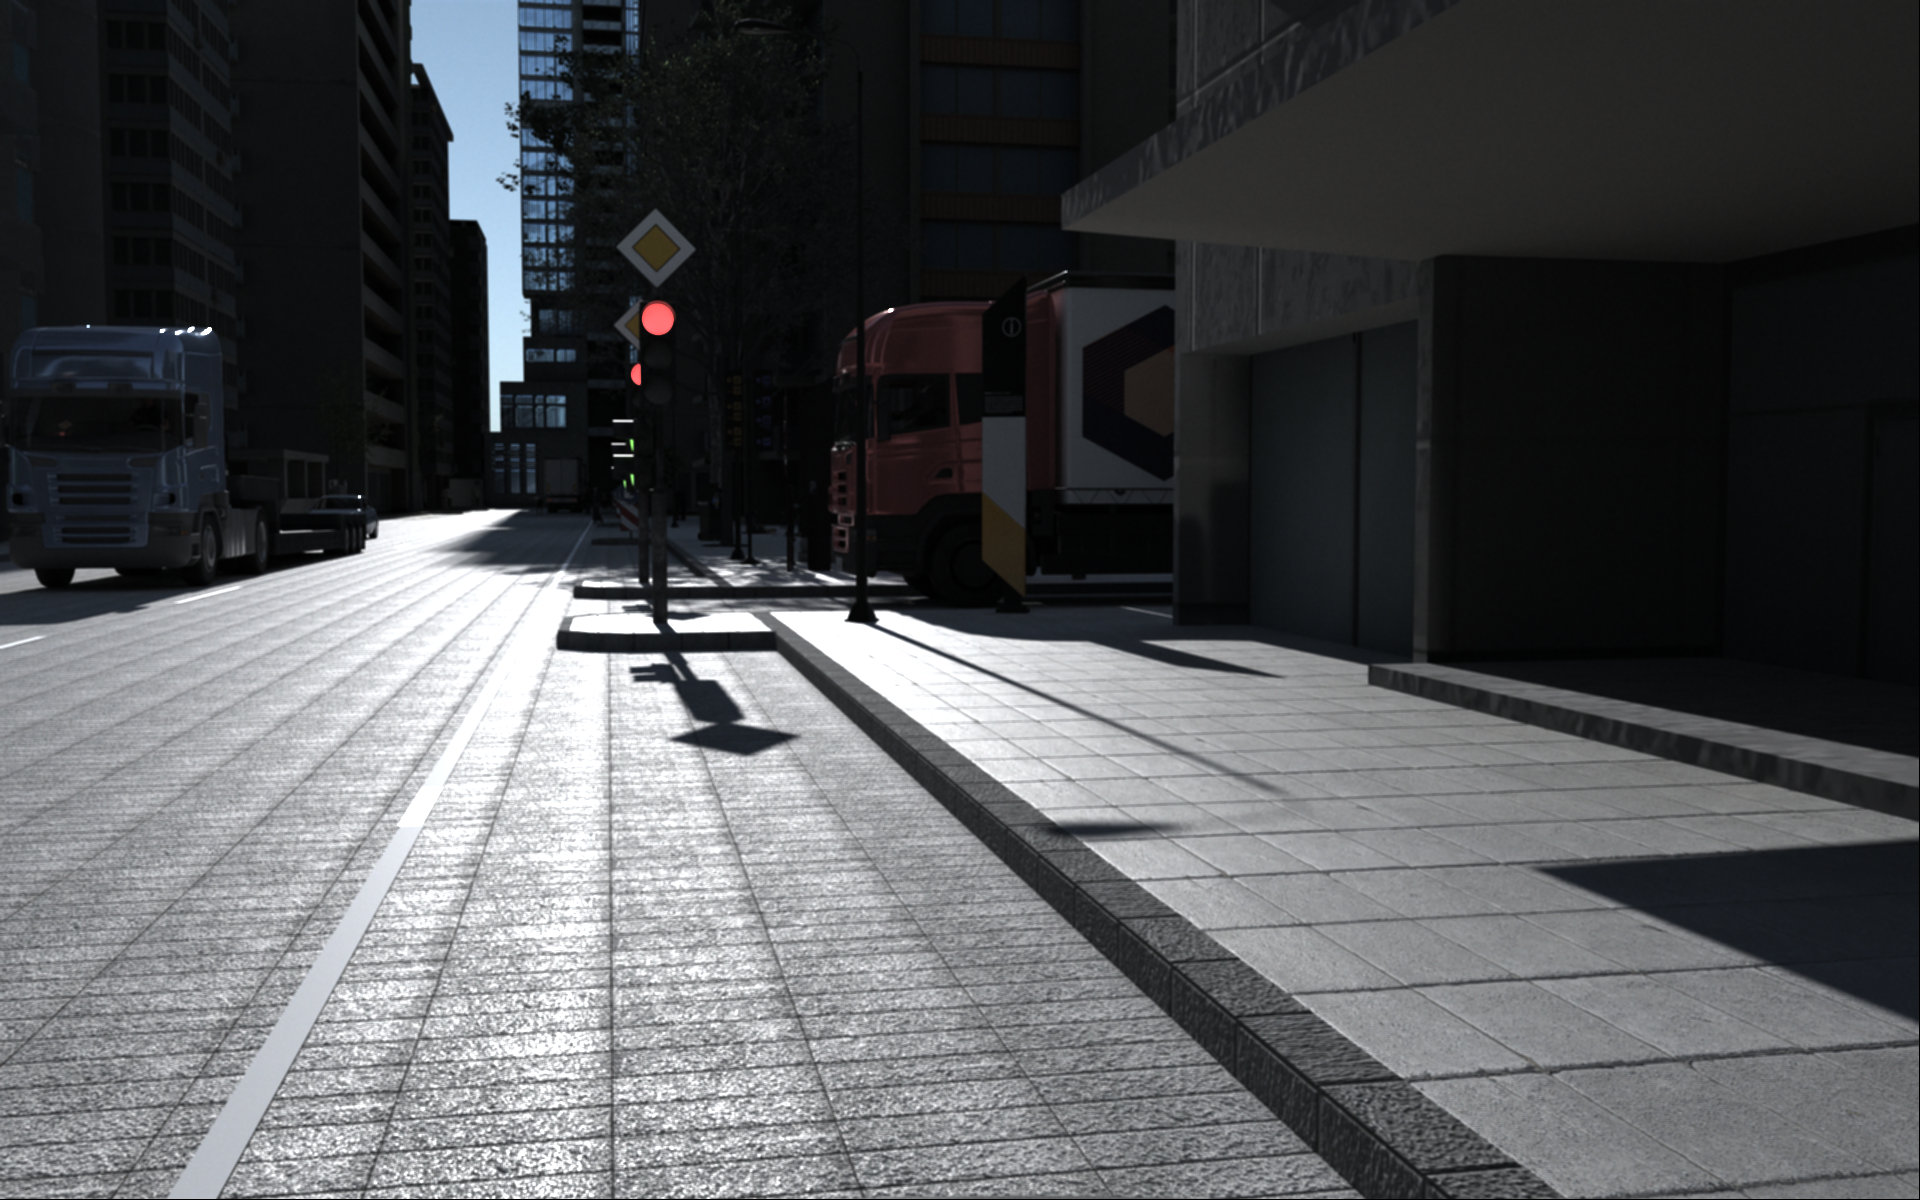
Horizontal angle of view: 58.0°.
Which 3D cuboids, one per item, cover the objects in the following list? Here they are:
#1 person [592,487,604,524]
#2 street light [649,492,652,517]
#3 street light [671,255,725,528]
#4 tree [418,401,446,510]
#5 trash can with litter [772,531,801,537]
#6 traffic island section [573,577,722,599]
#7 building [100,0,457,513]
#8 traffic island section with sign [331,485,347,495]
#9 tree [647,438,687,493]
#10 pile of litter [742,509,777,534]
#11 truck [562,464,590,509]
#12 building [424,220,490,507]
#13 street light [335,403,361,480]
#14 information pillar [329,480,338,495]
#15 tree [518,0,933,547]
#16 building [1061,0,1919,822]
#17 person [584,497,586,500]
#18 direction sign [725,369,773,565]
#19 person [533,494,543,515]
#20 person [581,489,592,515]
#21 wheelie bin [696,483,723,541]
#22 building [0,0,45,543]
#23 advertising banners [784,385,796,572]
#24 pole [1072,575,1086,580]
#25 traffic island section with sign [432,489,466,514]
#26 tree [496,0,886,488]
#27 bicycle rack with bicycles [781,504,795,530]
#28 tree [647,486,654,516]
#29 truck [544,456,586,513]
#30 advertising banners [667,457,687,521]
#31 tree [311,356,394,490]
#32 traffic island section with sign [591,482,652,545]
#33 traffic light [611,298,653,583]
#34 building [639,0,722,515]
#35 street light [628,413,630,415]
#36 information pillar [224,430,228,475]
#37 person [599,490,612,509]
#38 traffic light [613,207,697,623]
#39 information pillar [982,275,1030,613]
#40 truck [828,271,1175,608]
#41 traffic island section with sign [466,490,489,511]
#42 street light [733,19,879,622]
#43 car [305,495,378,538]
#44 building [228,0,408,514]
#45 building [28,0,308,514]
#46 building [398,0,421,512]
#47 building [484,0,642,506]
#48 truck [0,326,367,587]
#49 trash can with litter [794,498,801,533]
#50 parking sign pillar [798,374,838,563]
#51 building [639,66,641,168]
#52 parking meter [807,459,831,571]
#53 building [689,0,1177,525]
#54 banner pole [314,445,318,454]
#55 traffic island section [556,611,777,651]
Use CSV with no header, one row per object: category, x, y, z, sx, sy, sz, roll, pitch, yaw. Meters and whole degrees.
person,-17.537,-4.568,83.613,0.576,1.772,0.534,2,4,35
street light,-11.489,-5.732,66.266,1.470,5.913,1.316,-1,4,-11
street light,-4.876,-3.736,33.623,1.470,5.913,1.316,-1,4,-11
tree,-42.524,-11.347,135.888,4.360,8.622,3.978,0,3,0
trash can with litter,-4.735,-2.535,52.510,2.233,1.210,1.678,3,5,41
traffic island section,-4.554,-0.172,25.088,2.009,0.180,2.903,-1,4,-11
building,-57.452,-28.181,152.633,23.993,40.220,32.217,-1,4,-11
traffic island section with sign,-26.354,-3.969,73.521,1.989,1.847,2.006,-1,4,-11
tree,-16.759,-6.865,95.954,4.285,4.588,4.351,0,3,0
pile of litter,-6.528,-2.589,56.291,1.176,0.858,1.719,0,4,-3
truck,-36.727,-10.731,164.360,2.839,4.237,11.283,-1,4,-11
building,-57.346,-25.166,183.158,14.107,30.474,14.160,-1,4,-11
street light,-31.339,-7.104,88.696,1.470,5.913,1.316,-1,4,-11
information pillar,-31.639,-5.077,87.502,0.304,2.012,0.304,1,4,22
tree,-5.604,-8.056,42.091,12.009,13.543,11.850,0,3,0
building,15.379,-25.470,5.666,28.713,52.752,27.495,-1,4,-11
person,-33.212,-8.910,154.180,0.705,1.824,1.348,-2,4,-29
direction sign,-3.838,-2.418,31.538,0.876,3.537,0.379,0,4,6
person,-29.422,-6.665,120.661,0.799,1.438,0.628,0,4,3
person,-26.088,-6.913,121.543,0.705,1.822,1.348,3,4,37
wheelie bin,-6.838,-2.439,47.779,0.693,1.594,0.980,-3,5,-42
building,-33.131,-25.335,33.844,23.786,49.044,30.456,-1,4,-11
advertising banners,-2.848,-1.997,28.837,0.090,3.025,2.074,0,4,-2
pole,1.786,-1.961,25.907,0.158,3.312,0.155,0,3,0
traffic island section with sign,-36.435,-7.006,123.175,1.989,1.847,2.006,-1,4,-11
tree,-8.931,-12.327,57.434,12.611,20.169,13.585,0,3,0
bicycle rack with bicycles,-5.475,-3.061,63.434,2.852,0.926,2.925,-1,4,-8
tree,-18.182,-6.552,101.730,1.663,3.219,1.824,0,3,0
truck,-30.621,-8.899,134.407,2.839,4.237,11.283,-1,4,-10
advertising banners,-13.545,-5.298,82.808,0.090,3.025,2.074,1,4,15
tree,-33.094,-8.761,93.600,4.737,8.622,4.395,0,3,0
traffic island section with sign,-9.496,-2.492,49.374,1.989,1.847,2.006,-1,4,-11
traffic light,-4.595,-2.205,24.966,0.839,4.253,0.868,-1,4,-11
building,-10.472,-30.145,116.568,21.300,48.544,21.600,-1,4,-11
street light,-18.198,-7.728,98.890,1.470,5.913,1.316,-1,4,-11
information pillar,-25.370,-4.185,59.782,0.183,3.616,0.504,0,4,-6
person,-31.996,-9.018,156.041,1.348,1.812,0.705,1,4,12
traffic light,-3.006,-1.726,17.140,0.839,4.253,0.868,-1,4,-11
information pillar,0.491,-1.669,18.648,0.504,3.616,0.183,1,4,13
truck,3.266,-2.112,23.443,11.283,4.237,2.839,-1,4,-13
traffic island section with sign,-41.792,-8.622,149.595,1.989,1.847,2.006,-1,4,-11
street light,-1.524,-2.733,17.226,1.470,5.913,1.316,-1,4,-11
car,-19.642,-2.631,55.025,2.014,1.417,4.499,-1,4,-10
building,-45.882,-29.374,103.969,21.300,48.544,21.600,-1,4,-11
building,-42.985,-23.004,67.993,32.217,40.220,23.993,-1,4,-11
building,-46.624,-26.856,122.697,14.154,41.232,14.086,-1,4,-11
building,-36.208,-53.701,190.679,31.000,86.520,22.319,-1,4,-11
truck,-14.213,-2.684,33.637,2.967,4.110,18.799,-1,4,-11
trash can with litter,-5.015,-2.778,56.805,0.624,1.170,1.055,2,4,23
parking sign pillar,-2.373,-2.721,32.956,1.447,3.967,1.447,0,4,0
building,-15.343,-36.628,140.868,21.231,58.520,28.212,-1,4,-11
parking meter,-2.365,-1.425,29.013,0.255,1.863,0.399,-3,4,-38
building,-1.138,-26.054,80.606,22.147,44.769,28.867,-1,4,-11
banner pole,-32.629,-5.981,87.814,0.401,3.779,0.863,-1,4,-8
traffic island section,-2.965,0.307,17.262,2.009,0.180,2.903,-1,4,-11
